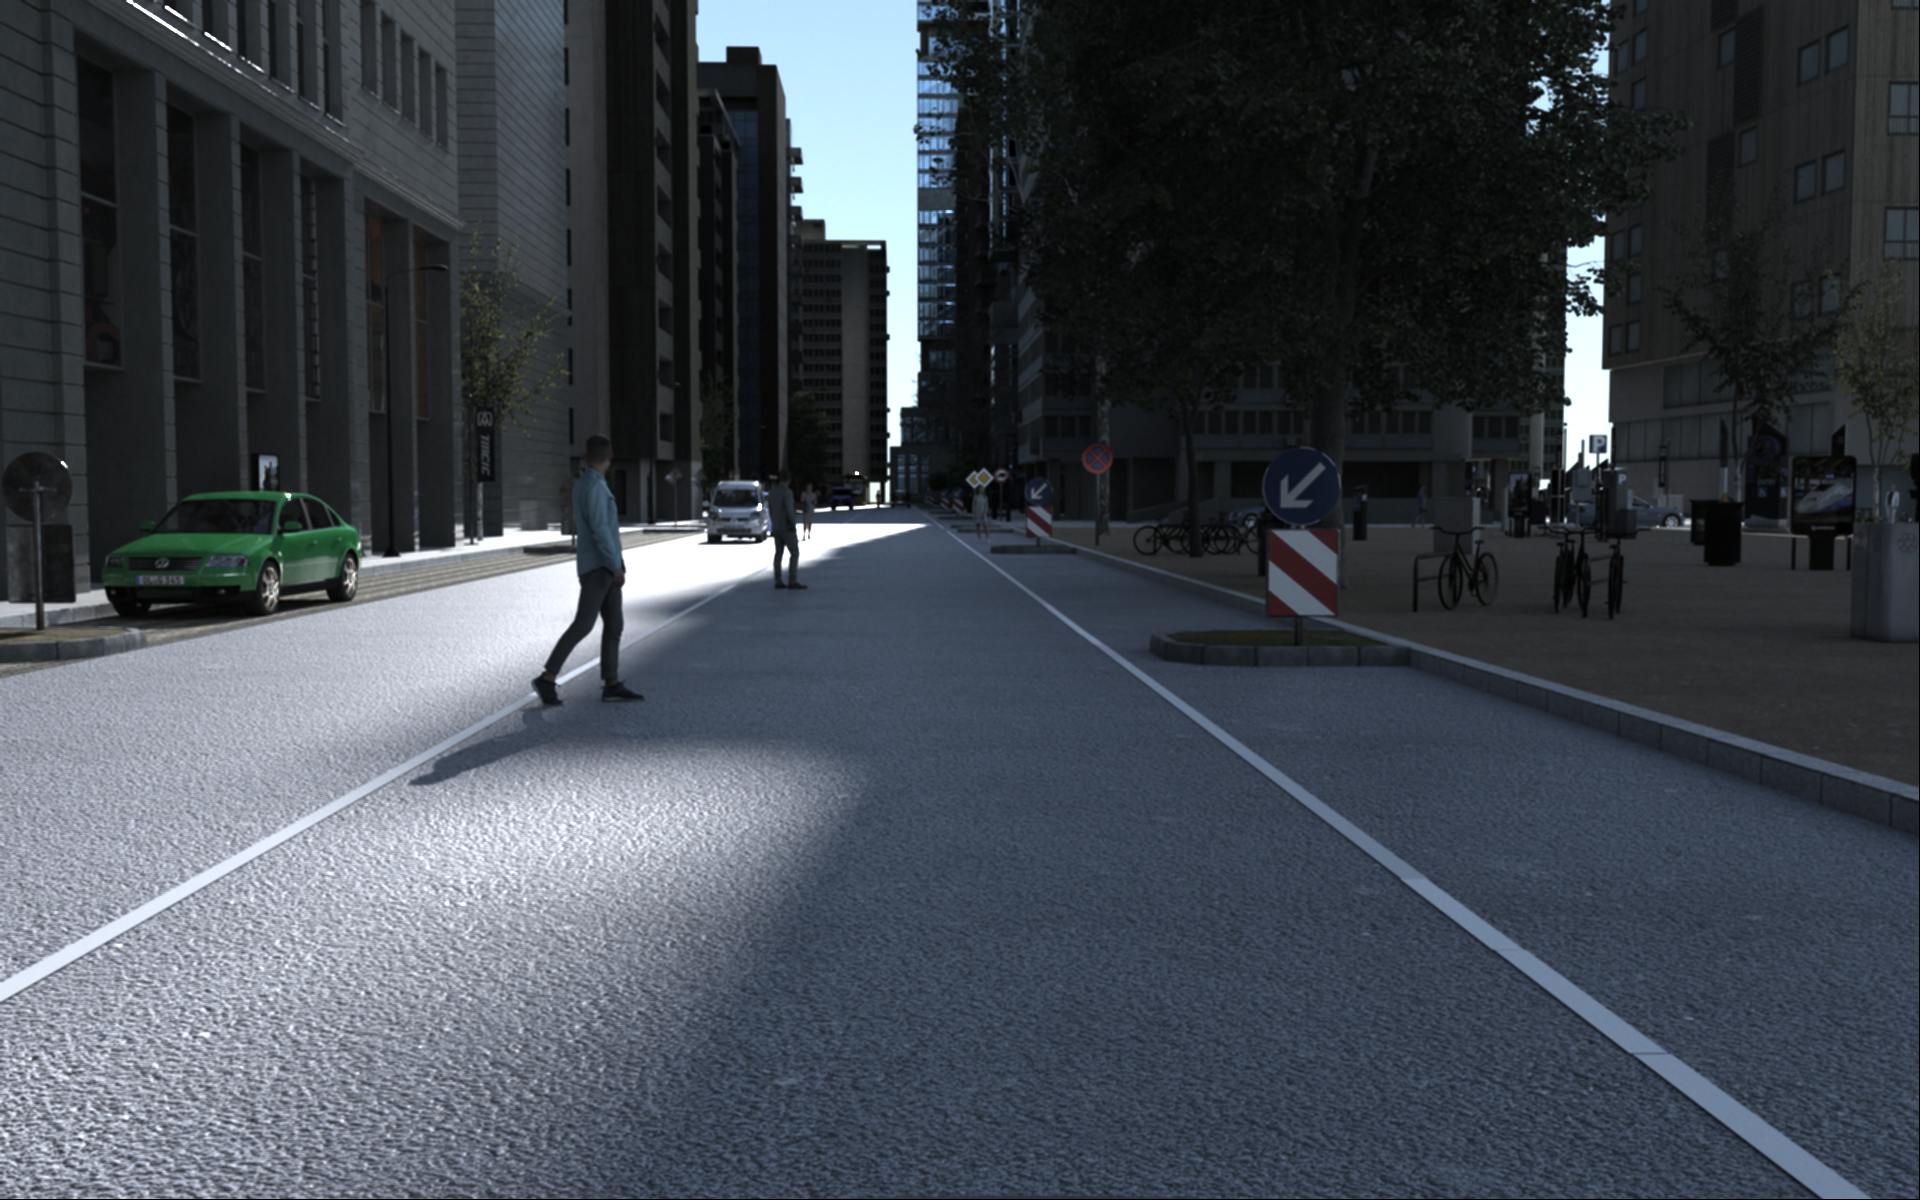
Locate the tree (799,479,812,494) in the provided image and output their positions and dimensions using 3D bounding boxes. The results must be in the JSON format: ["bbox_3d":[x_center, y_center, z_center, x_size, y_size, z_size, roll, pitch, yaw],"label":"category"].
[{"bbox_3d":[-17.796,-12.451,198.173,1.663,3.219,1.824,0,3,0],"label":"tree"}]

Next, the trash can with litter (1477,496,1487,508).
[{"bbox_3d":[32.699,-5.956,108.767,0.624,1.170,1.055,2,4,29],"label":"trash can with litter"}]

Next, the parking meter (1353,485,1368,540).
[{"bbox_3d":[11.099,-2.422,48.019,0.372,1.533,0.369,0,3,0],"label":"parking meter"}]

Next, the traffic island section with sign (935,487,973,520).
[{"bbox_3d":[-0.257,-5.467,98.019,1.989,1.847,2.006,0,4,-2],"label":"traffic island section with sign"}]

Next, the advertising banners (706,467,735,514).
[{"bbox_3d":[-15.624,-7.145,113.010,2.074,3.025,0.090,1,4,17],"label":"advertising banners"}]

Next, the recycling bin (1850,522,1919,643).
[{"bbox_3d":[8.347,-0.163,15.225,0.722,1.027,0.722,0,4,4],"label":"recycling bin"}]

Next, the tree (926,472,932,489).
[{"bbox_3d":[-2.685,-14.581,222.119,4.285,4.588,4.351,0,3,0],"label":"tree"}]

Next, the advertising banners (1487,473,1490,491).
[{"bbox_3d":[43.683,-9.077,144.589,2.074,3.025,0.090,-3,4,-38],"label":"advertising banners"}]

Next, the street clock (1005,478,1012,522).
[{"bbox_3d":[2.247,-4.632,80.306,0.358,2.002,0.471,1,4,8],"label":"street clock"}]

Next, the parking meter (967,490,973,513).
[{"bbox_3d":[0.758,-7.564,132.075,0.372,1.533,0.369,0,3,0],"label":"parking meter"}]

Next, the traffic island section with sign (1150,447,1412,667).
[{"bbox_3d":[2.736,-0.409,15.320,1.989,1.847,2.006,0,4,-2],"label":"traffic island section with sign"}]

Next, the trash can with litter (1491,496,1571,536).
[{"bbox_3d":[17.441,-2.578,53.203,1.678,1.210,2.233,-3,5,-42],"label":"trash can with litter"}]

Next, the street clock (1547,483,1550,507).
[{"bbox_3d":[38.935,-6.709,114.262,0.358,2.002,0.471,3,4,39],"label":"street clock"}]

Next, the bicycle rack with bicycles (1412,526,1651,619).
[{"bbox_3d":[6.348,-0.357,19.227,2.852,0.926,2.925,2,4,31],"label":"bicycle rack with bicycles"}]

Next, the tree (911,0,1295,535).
[{"bbox_3d":[4.508,-12.001,52.109,12.611,20.169,13.585,0,3,0],"label":"tree"}]

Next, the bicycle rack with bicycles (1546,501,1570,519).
[{"bbox_3d":[30.129,-4.672,89.761,2.852,0.926,2.925,0,4,-7],"label":"bicycle rack with bicycles"}]

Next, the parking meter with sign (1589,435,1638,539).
[{"bbox_3d":[18.948,-3.295,50.131,0.543,3.016,1.738,-1,4,-15],"label":"parking meter with sign"}]

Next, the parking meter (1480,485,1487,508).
[{"bbox_3d":[34.077,-6.548,112.778,0.399,1.863,0.255,3,5,43],"label":"parking meter"}]

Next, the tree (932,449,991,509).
[{"bbox_3d":[1.264,-8.459,122.019,4.285,4.588,4.351,0,3,0],"label":"tree"}]

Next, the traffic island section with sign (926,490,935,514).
[{"bbox_3d":[-1.245,-7.137,125.323,1.989,1.847,2.006,0,4,-2],"label":"traffic island section with sign"}]

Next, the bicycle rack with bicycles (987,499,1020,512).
[{"bbox_3d":[3.600,-6.939,126.837,2.852,0.926,2.925,-3,5,-45],"label":"bicycle rack with bicycles"}]

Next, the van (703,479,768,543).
[{"bbox_3d":[-6.681,-2.758,52.099,2.013,2.044,4.112,0,4,-4],"label":"van"}]

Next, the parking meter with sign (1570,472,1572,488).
[{"bbox_3d":[50.988,-9.024,143.804,1.738,3.016,0.543,-1,4,-21],"label":"parking meter with sign"}]

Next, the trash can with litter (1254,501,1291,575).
[{"bbox_3d":[5.150,-0.964,27.150,1.055,1.170,0.624,0,4,7],"label":"trash can with litter"}]

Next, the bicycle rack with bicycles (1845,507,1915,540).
[{"bbox_3d":[25.796,-2.128,48.173,2.925,0.926,2.852,-2,4,-31],"label":"bicycle rack with bicycles"}]

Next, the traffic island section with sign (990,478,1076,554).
[{"bbox_3d":[1.756,-2.057,42.258,1.989,1.847,2.006,0,4,-2],"label":"traffic island section with sign"}]

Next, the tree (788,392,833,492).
[{"bbox_3d":[-17.789,-16.750,191.989,7.486,12.596,7.792,0,3,0],"label":"tree"}]

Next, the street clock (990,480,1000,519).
[{"bbox_3d":[1.762,-5.103,88.004,0.471,2.002,0.358,2,4,32],"label":"street clock"}]

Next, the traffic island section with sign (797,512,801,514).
[{"bbox_3d":[-12.520,-7.134,125.271,1.989,1.847,2.006,0,4,-2],"label":"traffic island section with sign"}]

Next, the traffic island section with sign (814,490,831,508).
[{"bbox_3d":[-14.301,-10.146,174.521,1.989,1.847,2.006,0,4,-2],"label":"traffic island section with sign"}]

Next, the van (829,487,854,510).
[{"bbox_3d":[-10.739,-9.401,158.090,2.240,2.365,5.245,0,4,-1],"label":"van"}]

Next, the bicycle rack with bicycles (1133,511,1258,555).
[{"bbox_3d":[5.233,-1.457,37.207,2.925,0.926,2.852,0,4,8],"label":"bicycle rack with bicycles"}]

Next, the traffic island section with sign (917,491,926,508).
[{"bbox_3d":[-3.089,-10.233,175.943,1.989,1.847,2.006,0,4,-2],"label":"traffic island section with sign"}]

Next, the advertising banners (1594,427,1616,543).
[{"bbox_3d":[17.166,-3.047,46.011,0.090,3.025,2.074,1,4,10],"label":"advertising banners"}]

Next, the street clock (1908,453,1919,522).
[{"bbox_3d":[17.033,-1.602,30.767,0.358,2.002,0.471,3,5,40],"label":"street clock"}]

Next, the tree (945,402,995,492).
[{"bbox_3d":[1.152,-11.436,137.338,4.360,8.622,3.978,0,3,0],"label":"tree"}]

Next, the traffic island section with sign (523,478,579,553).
[{"bbox_3d":[-9.529,-2.073,42.529,1.989,1.847,2.006,0,4,-2],"label":"traffic island section with sign"}]

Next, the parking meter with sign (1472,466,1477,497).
[{"bbox_3d":[31.586,-6.770,106.953,0.543,3.016,1.738,1,4,17],"label":"parking meter with sign"}]

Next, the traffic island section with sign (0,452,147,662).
[{"bbox_3d":[-8.551,-0.426,15.592,1.989,1.847,2.006,0,4,-2],"label":"traffic island section with sign"}]

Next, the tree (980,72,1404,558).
[{"bbox_3d":[4.785,-6.163,35.170,8.767,10.594,7.601,0,4,-6],"label":"tree"}]

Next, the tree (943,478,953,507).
[{"bbox_3d":[-0.912,-10.970,173.966,1.663,3.219,1.824,0,3,0],"label":"tree"}]

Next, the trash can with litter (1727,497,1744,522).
[{"bbox_3d":[35.737,-4.172,79.602,1.055,1.170,0.624,2,4,28],"label":"trash can with litter"}]

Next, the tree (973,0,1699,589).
[{"bbox_3d":[5.055,-7.129,23.222,9.857,13.997,8.962,0,3,0],"label":"tree"}]

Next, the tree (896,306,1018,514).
[{"bbox_3d":[1.365,-12.360,112.454,12.009,13.543,11.850,0,3,0],"label":"tree"}]

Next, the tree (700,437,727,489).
[{"bbox_3d":[-14.479,-6.828,95.355,4.285,4.588,4.351,0,3,0],"label":"tree"}]

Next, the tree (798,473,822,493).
[{"bbox_3d":[-19.448,-14.778,225.339,4.285,4.588,4.351,0,3,0],"label":"tree"}]
